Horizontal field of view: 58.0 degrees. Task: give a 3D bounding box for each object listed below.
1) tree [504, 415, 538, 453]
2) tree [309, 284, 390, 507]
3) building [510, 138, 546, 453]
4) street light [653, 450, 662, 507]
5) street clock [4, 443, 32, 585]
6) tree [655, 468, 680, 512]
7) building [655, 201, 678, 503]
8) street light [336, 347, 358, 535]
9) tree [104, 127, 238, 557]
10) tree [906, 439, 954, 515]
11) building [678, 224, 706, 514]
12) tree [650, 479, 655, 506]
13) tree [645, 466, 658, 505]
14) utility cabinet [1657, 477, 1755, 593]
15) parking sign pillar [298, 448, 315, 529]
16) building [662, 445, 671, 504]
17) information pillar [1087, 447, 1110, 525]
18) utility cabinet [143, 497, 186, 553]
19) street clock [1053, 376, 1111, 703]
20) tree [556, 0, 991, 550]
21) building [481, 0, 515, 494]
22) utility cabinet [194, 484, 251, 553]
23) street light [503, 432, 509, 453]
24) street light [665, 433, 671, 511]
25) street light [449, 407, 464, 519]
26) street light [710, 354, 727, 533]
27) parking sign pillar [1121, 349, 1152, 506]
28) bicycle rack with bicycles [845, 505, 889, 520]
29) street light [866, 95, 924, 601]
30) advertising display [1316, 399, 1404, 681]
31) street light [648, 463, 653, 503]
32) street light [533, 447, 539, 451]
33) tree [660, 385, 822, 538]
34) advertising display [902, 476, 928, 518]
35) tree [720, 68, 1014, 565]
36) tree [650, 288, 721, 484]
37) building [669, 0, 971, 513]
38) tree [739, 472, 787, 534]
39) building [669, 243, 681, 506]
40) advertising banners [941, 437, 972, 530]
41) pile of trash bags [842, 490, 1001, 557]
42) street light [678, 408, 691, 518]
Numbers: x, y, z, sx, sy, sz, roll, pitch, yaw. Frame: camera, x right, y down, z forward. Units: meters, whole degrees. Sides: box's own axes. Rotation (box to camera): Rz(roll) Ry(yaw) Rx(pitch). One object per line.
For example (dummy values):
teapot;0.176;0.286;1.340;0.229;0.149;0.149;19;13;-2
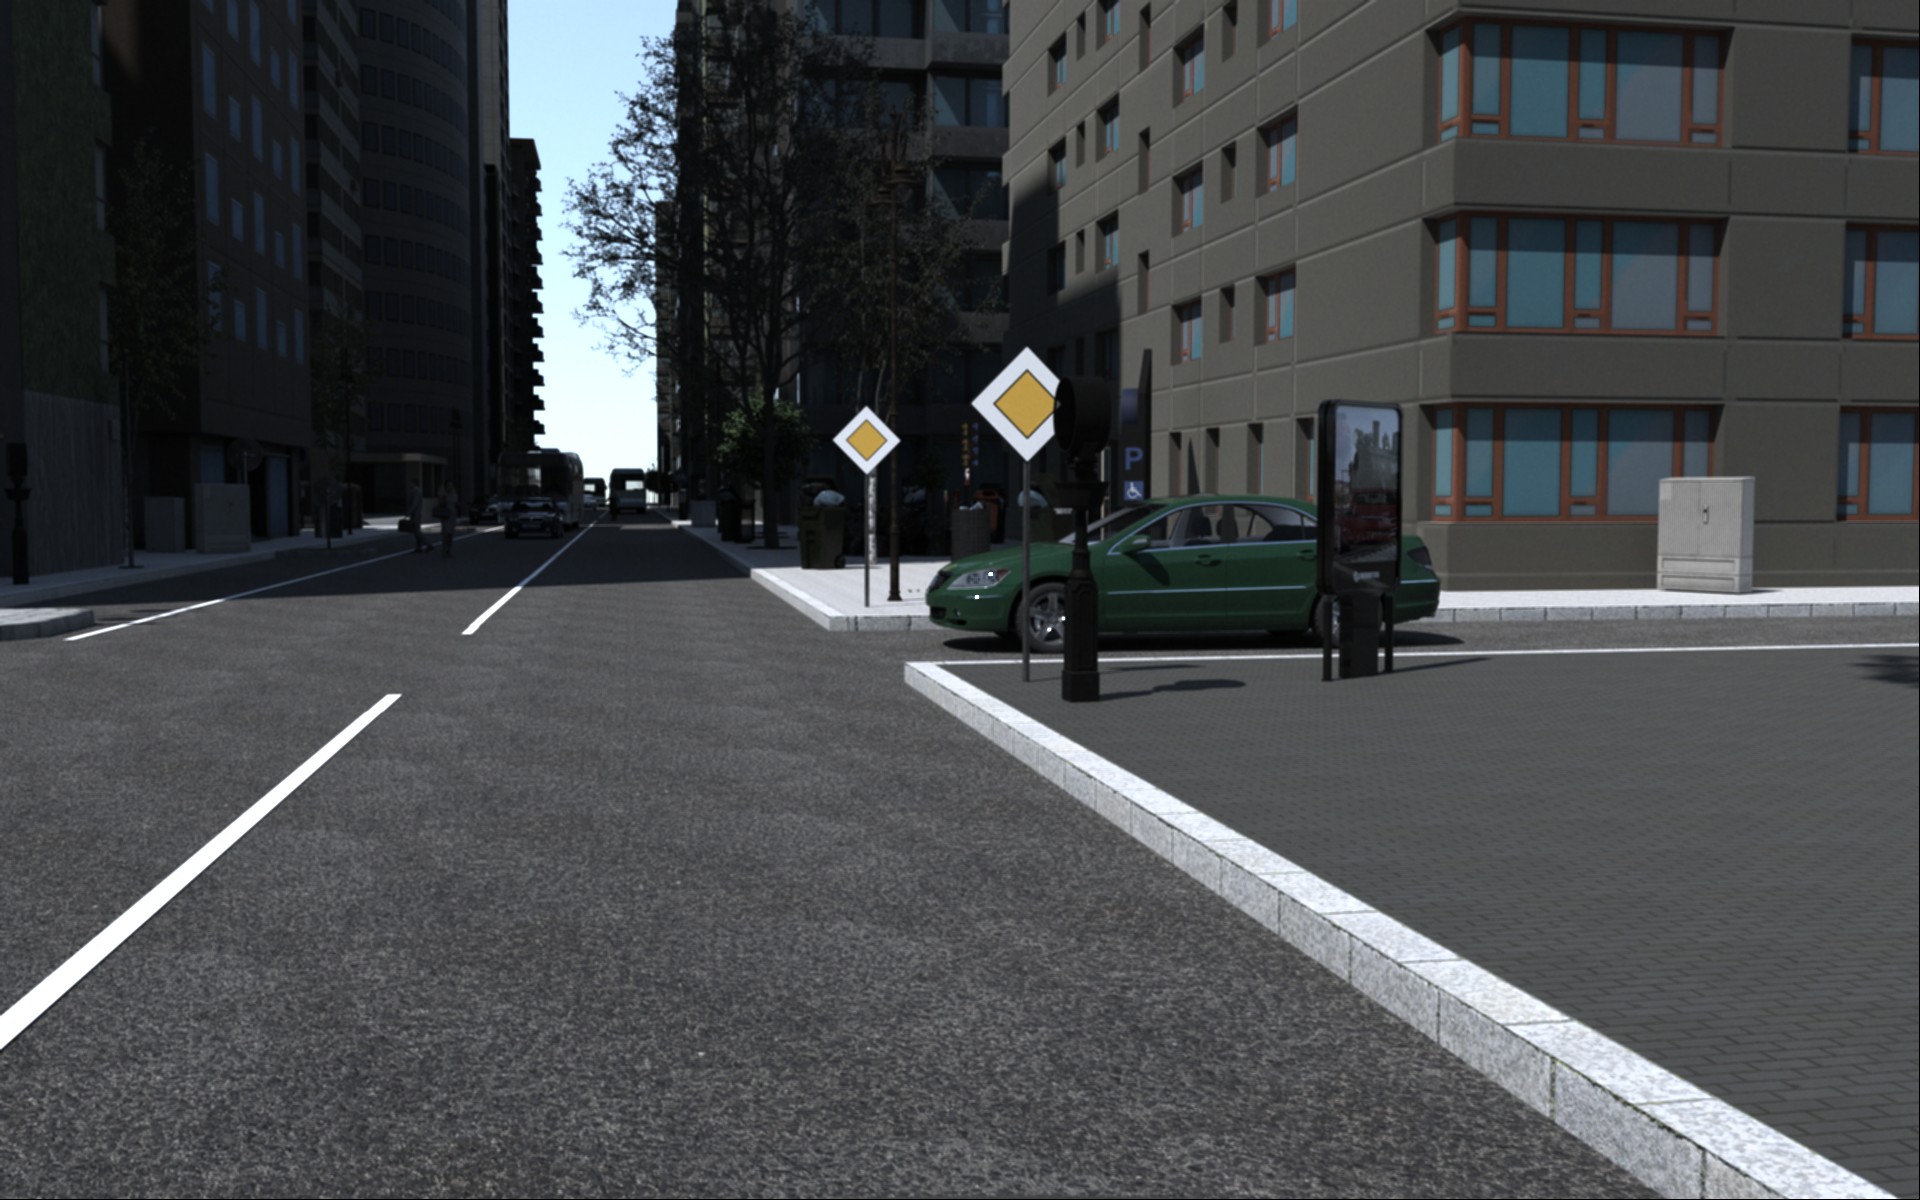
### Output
tree;-40.446;-12.717;158.286;4.737;8.622;4.395;0;3;0
tree;-21.770;-6.701;59.917;4.737;8.622;4.395;0;3;0
building;-61.360;-33.773;206.807;22.147;44.769;28.867;-1;4;-11
street light;-30.859;-12.510;177.327;0.468;5.910;1.993;-1;4;-11
street clock;-13.358;-1.224;24.577;0.358;2.002;0.471;-2;4;-33
tree;-21.178;-8.085;126.784;1.663;3.219;1.824;0;3;0
building;-35.784;-34.305;244.478;14.154;41.232;14.086;-1;4;-11
street light;-19.298;-5.005;54.615;0.468;5.910;1.993;-1;4;-11
tree;-17.049;-5.203;35.434;4.737;8.622;4.395;0;3;0
tree;-1.081;-4.086;61.409;1.663;3.219;1.824;0;3;0
building;-6.014;-17.160;125.599;27.650;21.520;28.899;-1;4;-11
tree;-33.305;-11.962;190.185;1.663;3.219;1.824;0;3;0
tree;-35.112;-13.166;198.969;4.285;4.588;4.351;0;3;0
utility cabinet;9.702;-0.850;22.572;0.318;1.500;1.173;-2;4;-34
parking sign pillar;-24.281;-4.585;63.432;1.447;3.967;1.447;0;4;5
building;-26.973;-55.609;221.871;22.319;86.520;31.000;-1;4;-11
information pillar;2.141;-1.372;26.922;0.304;2.012;0.304;2;4;24
utility cabinet;-17.422;-1.639;37.953;1.020;1.237;0.306;2;4;30
street clock;0.749;-0.375;10.703;0.358;2.002;0.471;-1;4;-14
tree;-4.556;-7.936;40.123;12.009;13.543;11.850;0;3;0
building;-55.781;-45.485;181.926;20.563;71.187;20.611;-1;4;-11
utility cabinet;-15.984;-1.768;37.580;0.318;1.500;1.173;2;4;30
street light;-33.885;-9.586;129.525;0.468;5.910;1.993;-1;4;-11
street light;-22.292;-9.747;132.146;0.468;5.910;1.993;-1;4;-11
street light;-26.858;-7.342;92.825;0.468;5.910;1.993;-1;4;-11
street light;-7.903;-5.136;56.768;0.468;5.910;1.993;-1;4;-11
parking sign pillar;3.237;-2.642;31.663;1.447;3.967;1.447;1;4;11
bicycle rack with bicycles;-3.152;-2.659;56.862;2.925;0.926;2.852;3;5;43
street light;-0.785;-2.928;20.653;0.468;5.910;1.993;-1;4;-11
advertising display;2.808;-0.424;12.146;0.123;1.923;0.974;3;5;43
street light;-37.819;-14.721;213.472;0.468;5.910;1.993;-1;4;-11
street light;-42.458;-12.337;174.498;0.468;5.910;1.993;-1;4;-11
tree;-5.641;-4.093;50.641;4.285;4.588;4.351;0;3;0
advertising display;-1.658;-3.564;63.481;0.974;1.923;0.123;1;4;22
tree;-1.392;-4.940;31.137;4.360;8.622;3.978;0;3;0
tree;-8.580;-6.752;60.750;4.360;8.622;3.978;0;3;0
building;-13.857;-32.673;153.810;23.786;49.044;30.456;-1;4;-11
tree;-6.034;-3.745;55.829;1.663;3.219;1.824;0;3;0
building;-26.491;-26.242;200.752;14.160;30.474;14.107;-1;4;-11
advertising banners;-0.100;-3.563;54.446;0.090;3.025;2.074;-2;4;-27
pile of trash bags;-0.765;-1.628;36.363;3.447;1.369;1.912;-1;4;-22
street light;-15.306;-7.519;95.718;0.468;5.910;1.993;-1;4;-11
